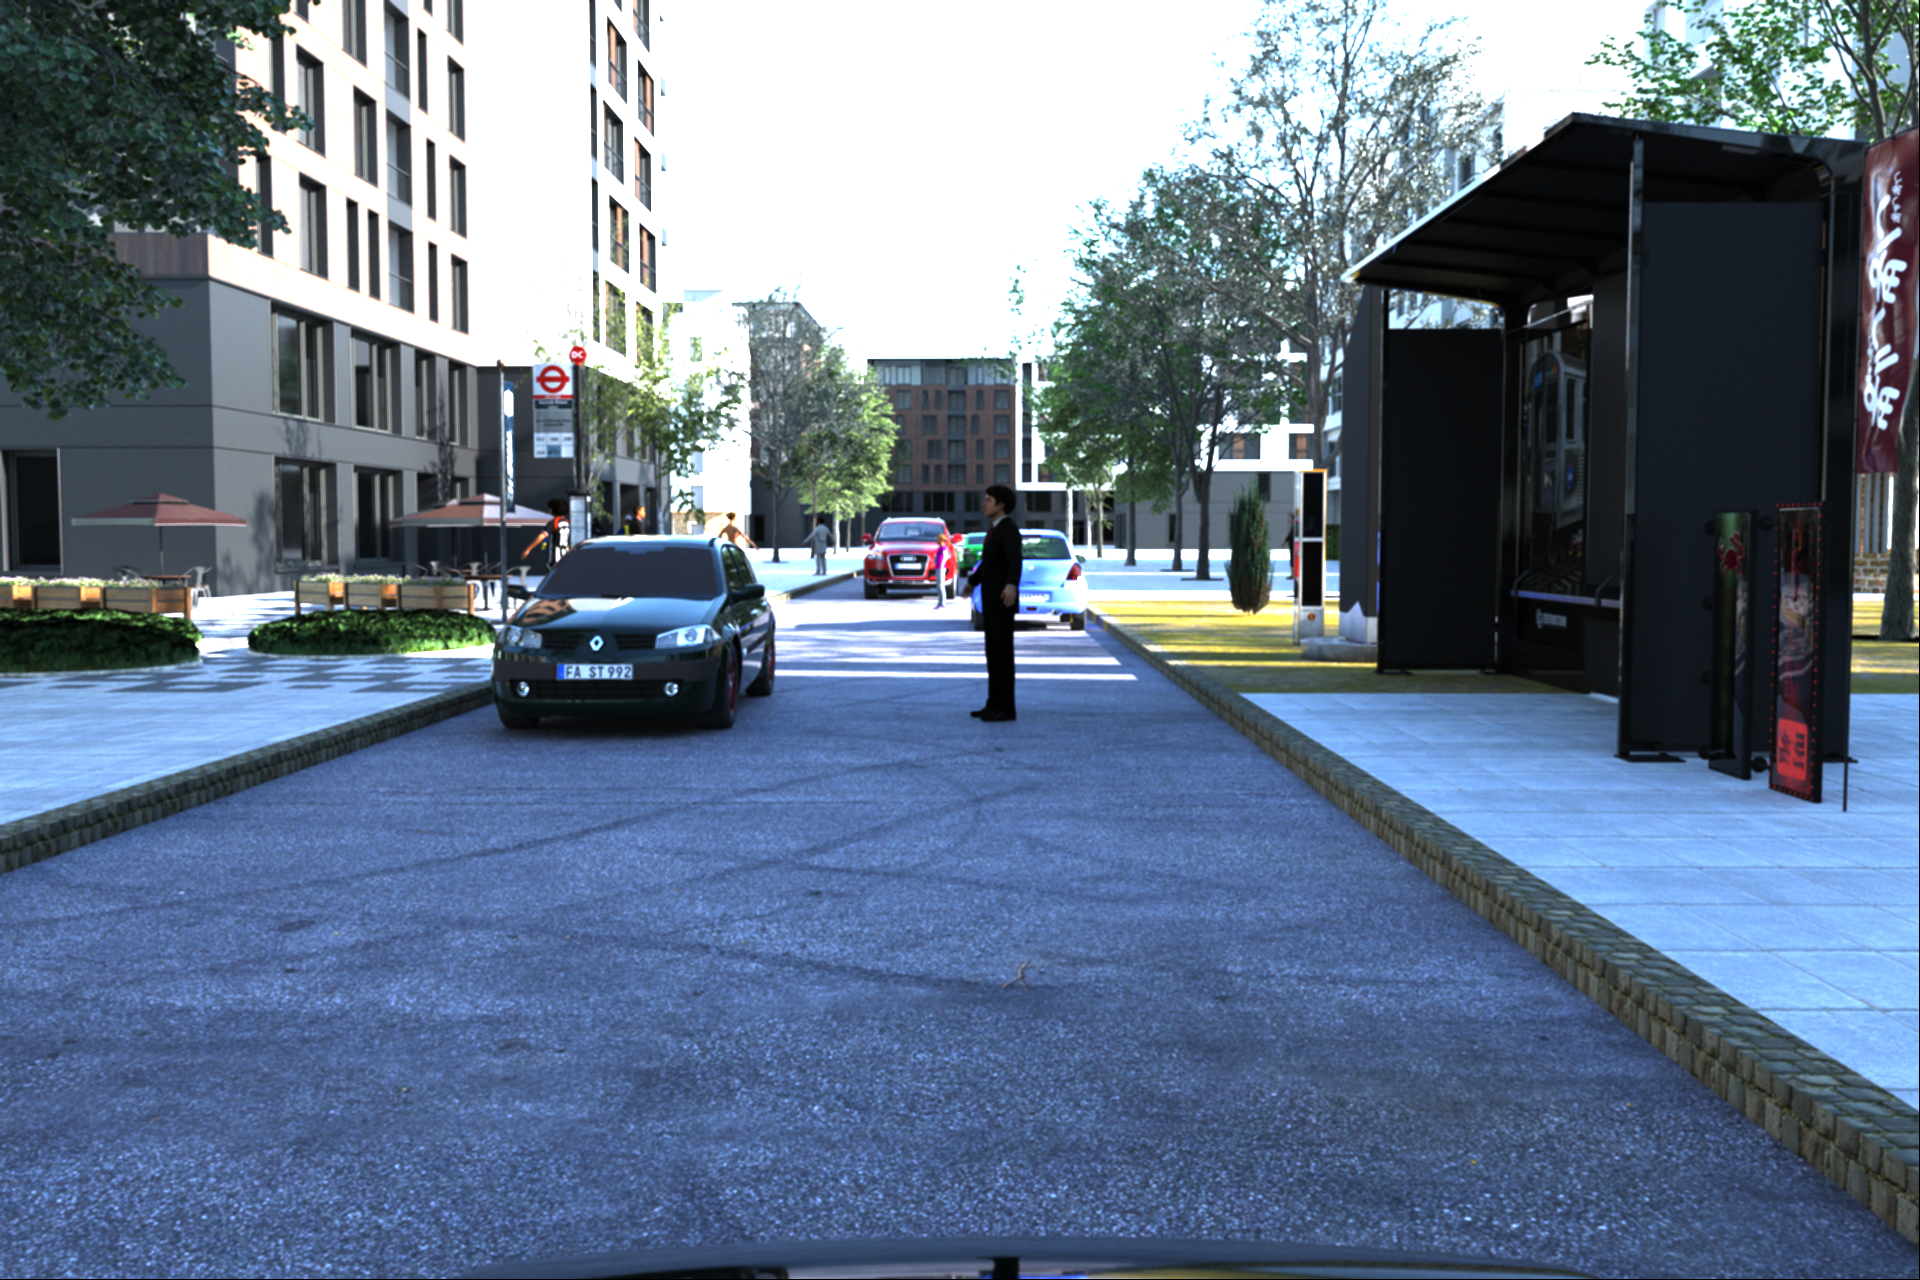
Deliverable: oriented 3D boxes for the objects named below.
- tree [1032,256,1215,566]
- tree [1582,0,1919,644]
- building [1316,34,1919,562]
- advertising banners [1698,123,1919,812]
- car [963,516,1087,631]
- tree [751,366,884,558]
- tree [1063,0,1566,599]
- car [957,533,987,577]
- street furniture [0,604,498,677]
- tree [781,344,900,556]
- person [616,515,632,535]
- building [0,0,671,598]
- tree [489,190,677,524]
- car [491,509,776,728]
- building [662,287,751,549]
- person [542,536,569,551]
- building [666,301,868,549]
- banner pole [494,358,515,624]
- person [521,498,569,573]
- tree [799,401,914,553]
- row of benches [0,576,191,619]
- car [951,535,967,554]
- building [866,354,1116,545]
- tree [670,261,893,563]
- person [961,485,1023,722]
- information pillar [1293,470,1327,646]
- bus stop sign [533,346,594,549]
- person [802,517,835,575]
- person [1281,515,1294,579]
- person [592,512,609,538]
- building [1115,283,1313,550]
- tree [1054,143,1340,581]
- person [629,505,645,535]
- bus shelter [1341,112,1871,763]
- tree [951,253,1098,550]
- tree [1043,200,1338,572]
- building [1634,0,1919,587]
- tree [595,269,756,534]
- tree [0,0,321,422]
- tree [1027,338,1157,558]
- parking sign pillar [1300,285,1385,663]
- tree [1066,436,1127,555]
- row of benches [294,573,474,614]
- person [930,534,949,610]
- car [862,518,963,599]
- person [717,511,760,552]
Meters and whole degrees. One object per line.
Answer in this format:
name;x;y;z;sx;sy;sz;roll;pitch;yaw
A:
tree;6.821;-9.303;70.228;7.486;12.596;7.792;0;3;0
tree;11.271;-5.787;20.374;9.928;11.665;9.643;0;3;0
building;25.685;-12.453;70.056;16.747;18.905;31.486;0;4;1
advertising banners;4.094;-0.749;8.430;0.090;3.025;2.074;0;4;1
car;1.018;-1.065;27.000;1.945;1.707;3.694;0;4;-1
tree;-7.485;-9.610;91.533;7.601;10.594;8.767;-1;4;-11
tree;7.309;-7.594;34.526;12.009;13.543;11.850;0;3;0
car;0.876;-3.054;58.725;1.959;1.807;4.718;0;4;1
street furniture;-10.469;-0.187;18.684;10.072;0.657;5.734;1;4;12
tree;-7.279;-11.319;103.197;7.486;12.596;7.792;0;3;0
person;-9.690;-2.728;50.575;1.349;1.833;0.705;-3;5;-40
building;-25.254;-12.626;50.409;27.936;21.610;32.646;0;4;1
tree;-8.556;-5.364;38.072;4.360;8.622;3.978;0;3;0
car;-2.519;-0.258;14.010;2.009;1.686;4.222;0;4;0
building;-22.845;-16.984;134.111;16.016;20.090;11.380;0;4;0
person;-8.640;-1.905;37.610;0.721;1.772;1.216;2;4;32
building;-24.196;-19.870;168.850;27.936;21.610;32.646;0;4;1
banner pole;-6.535;-2.139;24.995;0.401;3.779;0.863;0;4;1
person;-6.194;-1.249;26.569;0.704;1.843;1.345;2;4;28
tree;-7.529;-11.117;116.178;8.767;10.594;7.601;-1;4;-15
row of benches;-12.728;-0.572;24.819;4.104;0.672;1.422;2;4;26
car;0.063;-5.116;96.007;2.083;1.381;4.827;0;4;1
building;4.524;-22.216;209.663;32.646;21.610;27.936;0;4;1
tree;-8.110;-10.209;77.284;12.009;13.543;11.850;0;3;0
person;0.276;-0.290;13.387;0.705;1.806;1.347;-1;4;-14
information pillar;4.013;-0.942;19.896;0.304;2.012;0.304;0;4;-1
bus stop sign;-5.637;-2.200;24.679;0.855;3.939;0.416;0;4;2
person;-4.358;-2.923;53.977;0.705;1.806;1.347;3;5;45
person;9.465;-2.632;49.164;0.704;1.812;1.346;2;4;32
person;-9.002;-2.290;43.229;0.705;1.856;1.354;1;4;23
building;27.702;-19.037;155.226;27.936;21.610;32.646;0;4;1
tree;6.644;-7.458;47.693;9.928;11.665;9.643;0;3;0
person;-5.812;-1.543;31.449;0.704;1.802;1.346;-2;4;-25
bus shelter;4.295;-1.315;12.780;1.731;3.624;6.357;0;4;1
tree;6.138;-16.009;117.634;12.611;20.169;13.585;0;3;0
tree;7.615;-9.107;59.272;12.009;13.543;11.850;0;3;0
building;24.638;-11.767;48.811;16.016;20.090;11.380;0;4;0
tree;-8.229;-6.019;48.777;4.737;8.622;4.395;0;3;0
tree;-8.859;-6.487;12.710;9.857;13.997;8.962;0;3;0
tree;7.378;-10.186;92.303;9.928;11.665;9.643;0;3;0
parking sign pillar;4.258;-1.794;17.812;1.447;3.967;1.447;0;4;0
tree;7.971;-9.677;108.588;4.360;8.622;3.978;0;3;0
row of benches;-8.779;-0.668;26.381;4.104;0.672;1.422;3;5;40
person;-0.426;-1.294;32.875;0.599;1.433;0.991;-1;4;-13
car;-1.071;-1.905;39.818;2.281;1.827;5.304;0;4;1
person;-4.362;-1.645;33.695;1.217;1.733;0.721;3;4;39
